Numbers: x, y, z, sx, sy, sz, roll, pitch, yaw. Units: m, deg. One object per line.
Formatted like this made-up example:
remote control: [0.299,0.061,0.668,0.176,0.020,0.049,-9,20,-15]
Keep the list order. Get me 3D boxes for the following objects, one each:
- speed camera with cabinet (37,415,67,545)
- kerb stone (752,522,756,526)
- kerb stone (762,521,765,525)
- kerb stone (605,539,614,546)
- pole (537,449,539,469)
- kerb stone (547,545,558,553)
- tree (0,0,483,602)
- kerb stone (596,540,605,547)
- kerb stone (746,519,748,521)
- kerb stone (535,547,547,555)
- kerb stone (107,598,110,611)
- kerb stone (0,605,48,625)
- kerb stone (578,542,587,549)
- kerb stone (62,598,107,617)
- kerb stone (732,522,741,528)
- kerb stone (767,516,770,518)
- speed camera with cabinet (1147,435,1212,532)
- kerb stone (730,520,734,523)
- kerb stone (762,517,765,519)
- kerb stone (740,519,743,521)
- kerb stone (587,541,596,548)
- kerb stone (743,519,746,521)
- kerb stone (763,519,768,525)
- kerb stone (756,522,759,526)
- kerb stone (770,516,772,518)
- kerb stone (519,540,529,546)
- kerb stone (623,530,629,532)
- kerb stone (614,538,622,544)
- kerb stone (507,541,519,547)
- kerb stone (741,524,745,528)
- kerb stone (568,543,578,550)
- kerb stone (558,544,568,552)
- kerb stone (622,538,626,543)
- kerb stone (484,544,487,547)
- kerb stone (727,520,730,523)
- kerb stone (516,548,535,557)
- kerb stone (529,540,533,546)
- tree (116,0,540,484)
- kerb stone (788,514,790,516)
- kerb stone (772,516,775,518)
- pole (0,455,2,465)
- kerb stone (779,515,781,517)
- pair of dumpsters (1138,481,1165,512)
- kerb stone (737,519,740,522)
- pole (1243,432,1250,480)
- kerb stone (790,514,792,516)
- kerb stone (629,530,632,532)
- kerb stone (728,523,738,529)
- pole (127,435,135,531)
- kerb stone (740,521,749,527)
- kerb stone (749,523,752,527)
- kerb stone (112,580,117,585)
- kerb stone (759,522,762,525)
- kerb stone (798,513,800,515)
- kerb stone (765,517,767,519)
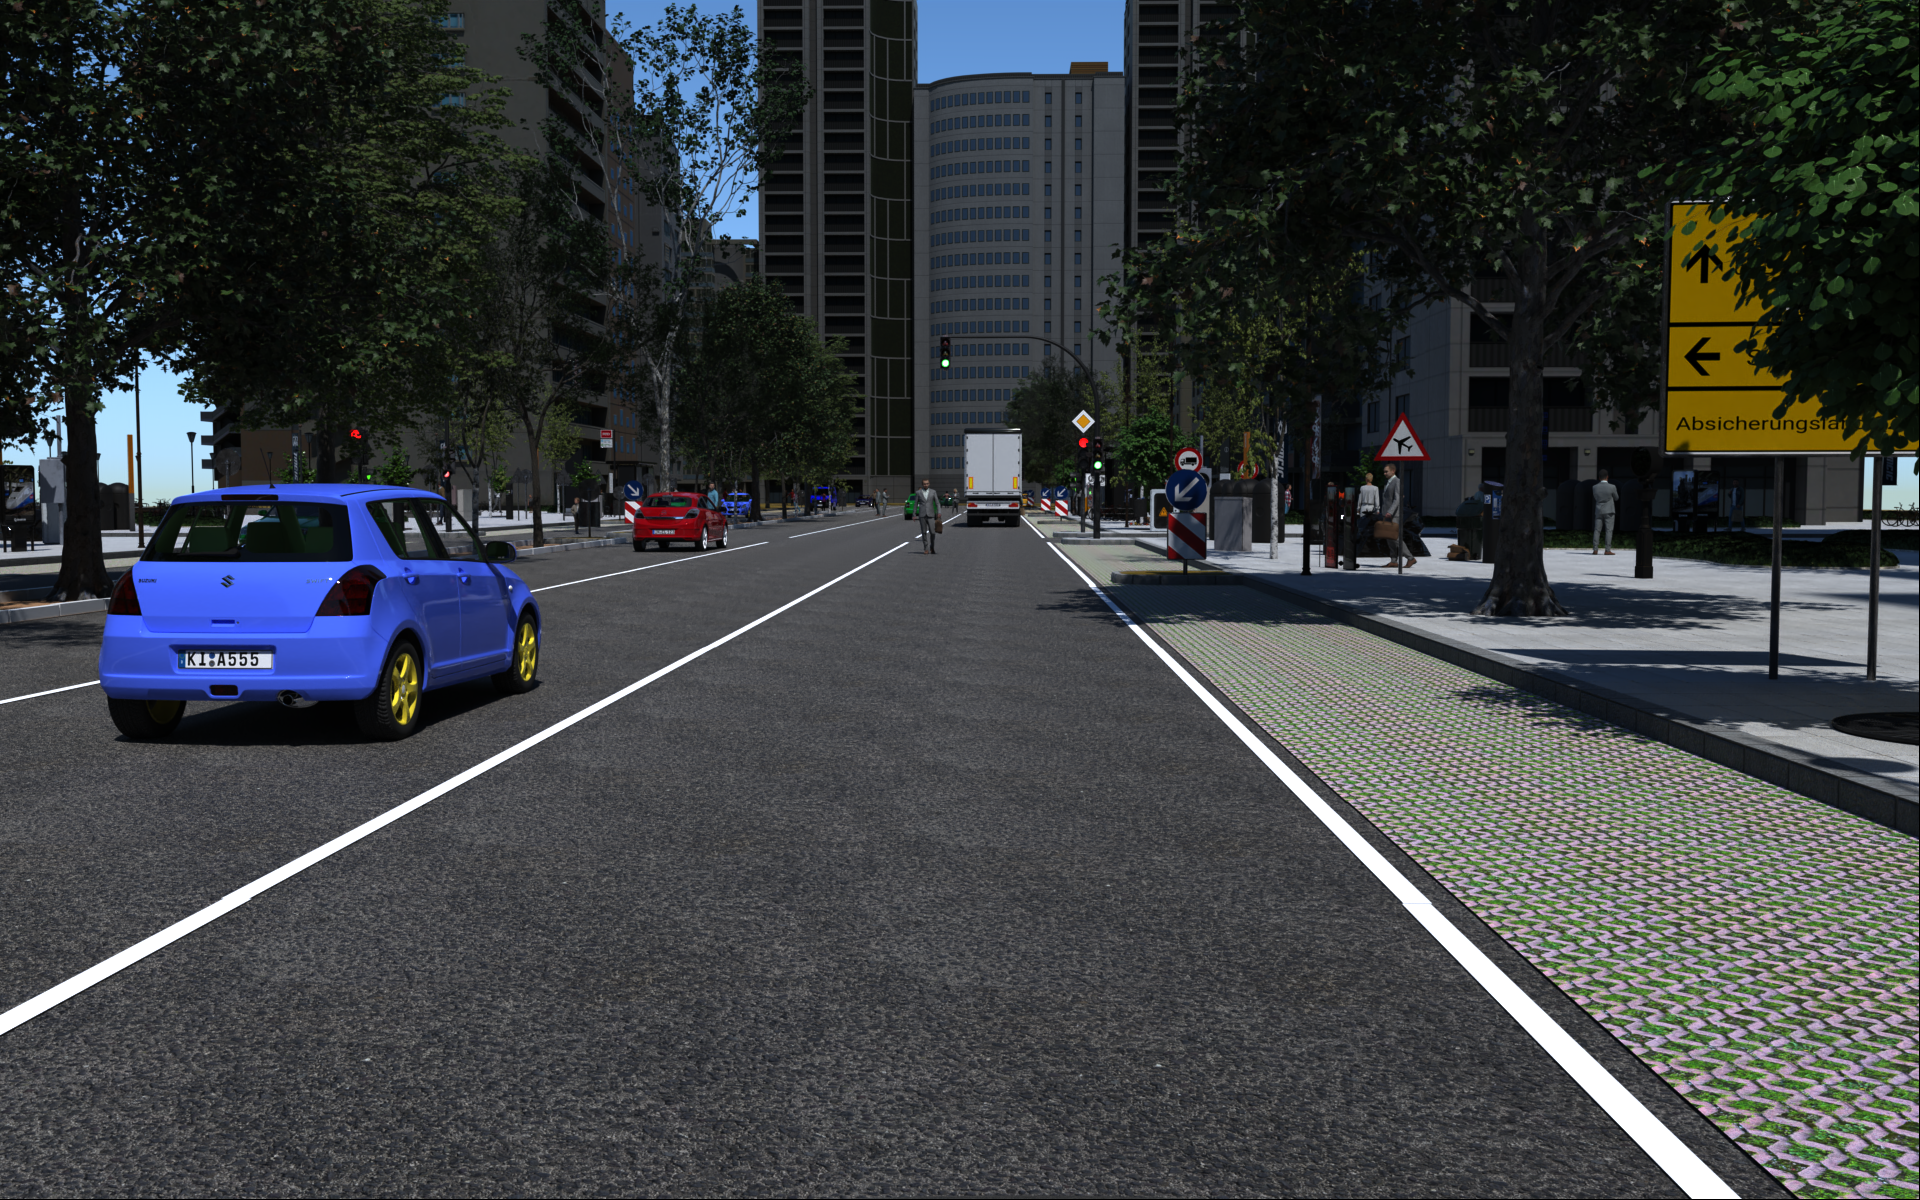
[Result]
speed camera with cabinet: [-23.090,-3.043,44.084,0.660,3.252,2.038,-2,4,-26]
kerb stone: [-9.283,-3.316,76.580,0.120,0.150,1.000,0,4,1]
kerb stone: [-9.222,-3.510,79.650,0.120,0.150,1.000,0,4,1]
kerb stone: [-9.922,-1.601,48.382,0.120,0.150,1.000,0,4,1]
pole: [-18.651,-5.040,76.251,0.158,3.312,0.155,0,3,0]
kerb stone: [-10.057,-1.225,42.234,0.120,0.150,1.000,0,4,1]
tree: [-11.800,-6.338,23.089,9.611,12.733,9.660,0,3,0]
kerb stone: [-9.954,-1.539,47.361,0.120,0.150,1.000,0,4,1]
kerb stone: [-11.117,-4.082,88.934,0.120,0.150,1.000,0,4,1]
kerb stone: [-10.077,-1.161,41.212,0.120,0.150,1.000,0,4,1]
kerb stone: [-10.519,0.036,21.724,0.120,0.150,1.000,0,4,1]
kerb stone: [-10.564,0.162,19.680,0.120,0.150,1.000,0,4,1]
kerb stone: [-9.996,-1.414,45.310,0.120,0.150,1.000,0,4,1]
kerb stone: [-10.543,0.091,20.702,0.120,0.150,1.000,0,4,1]
kerb stone: [-9.383,-3.075,72.472,0.120,0.150,1.000,0,4,1]
kerb stone: [-10.928,-4.584,97.142,0.120,0.150,1.000,0,4,1]
speed camera with cabinet: [7.452,-3.921,58.448,2.038,3.252,0.660,0,4,7]
kerb stone: [-11.215,-3.822,84.827,0.120,0.150,1.000,0,4,1]
kerb stone: [-10.985,-4.457,95.098,0.120,0.150,1.000,0,4,1]
kerb stone: [-11.166,-3.956,86.878,0.120,0.150,1.000,0,4,1]
kerb stone: [-9.970,-1.477,46.339,0.120,0.150,1.000,0,4,1]
kerb stone: [-11.136,-4.019,87.912,0.120,0.150,1.000,0,4,1]
kerb stone: [-9.205,-3.576,80.672,0.120,0.150,1.000,0,4,1]
kerb stone: [-9.263,-3.385,77.602,0.120,0.150,1.000,0,4,1]
kerb stone: [-10.913,-4.646,98.165,0.120,0.150,1.000,0,4,1]
kerb stone: [-12.049,-1.539,47.355,0.120,0.150,1.000,0,4,1]
kerb stone: [-11.754,-2.325,60.212,0.120,0.150,1.000,0,4,1]
kerb stone: [-9.893,-1.664,49.404,0.120,0.150,1.000,0,4,1]
kerb stone: [-12.068,-1.469,46.325,0.120,0.150,1.000,0,4,1]
kerb stone: [-9.361,-3.138,73.494,0.120,0.150,1.000,0,4,1]
kerb stone: [-10.012,-1.351,44.279,0.120,0.150,1.000,0,4,1]
kerb stone: [-10.037,-1.284,43.256,0.120,0.150,1.000,0,4,1]
kerb stone: [-9.878,-1.727,50.426,0.120,0.150,1.000,0,4,1]
kerb stone: [-12.111,-1.351,44.281,0.120,0.150,1.000,0,4,1]
kerb stone: [-11.255,-3.706,82.782,0.120,0.150,1.000,0,4,1]
kerb stone: [-10.109,-1.095,40.186,0.120,0.150,1.000,0,4,1]
kerb stone: [-12.023,-1.601,48.376,0.120,0.150,1.000,0,4,1]
tree: [-11.661,-6.798,31.725,7.486,12.596,7.792,0,3,0]
kerb stone: [-10.728,-5.148,106.371,0.120,0.150,1.000,0,4,1]
kerb stone: [-10.889,-4.709,99.187,0.120,0.150,1.000,0,4,1]
pole: [-27.492,-3.407,49.544,0.158,3.312,0.155,0,3,0]
kerb stone: [-10.821,-4.897,102.270,0.120,0.150,1.000,0,4,1]
pair of dumpsters: [9.874,-5.403,90.832,1.574,2.255,4.437,0,4,1]
kerb stone: [-11.184,-3.894,85.856,0.120,0.150,1.000,0,4,1]
pole: [9.409,-3.856,56.881,0.158,3.312,0.155,0,3,0]
kerb stone: [-10.699,-5.211,107.400,0.120,0.150,1.000,0,4,1]
kerb stone: [-11.738,-2.388,61.239,0.120,0.150,1.000,0,4,1]
kerb stone: [-9.403,-3.009,71.446,0.120,0.150,1.000,0,4,1]
pole: [-28.448,-4.012,59.438,0.158,3.312,0.155,0,3,0]
kerb stone: [-9.339,-3.201,74.528,0.120,0.150,1.000,0,4,1]
kerb stone: [-9.321,-3.263,75.550,0.120,0.150,1.000,0,4,1]
kerb stone: [-12.523,-0.223,25.835,0.120,0.150,1.000,0,4,1]
kerb stone: [-9.245,-3.451,78.625,0.120,0.150,1.000,0,4,1]
kerb stone: [-10.611,-5.459,111.502,0.120,0.150,1.000,0,4,1]
kerb stone: [-10.965,-4.521,96.120,0.120,0.150,1.000,0,4,1]
